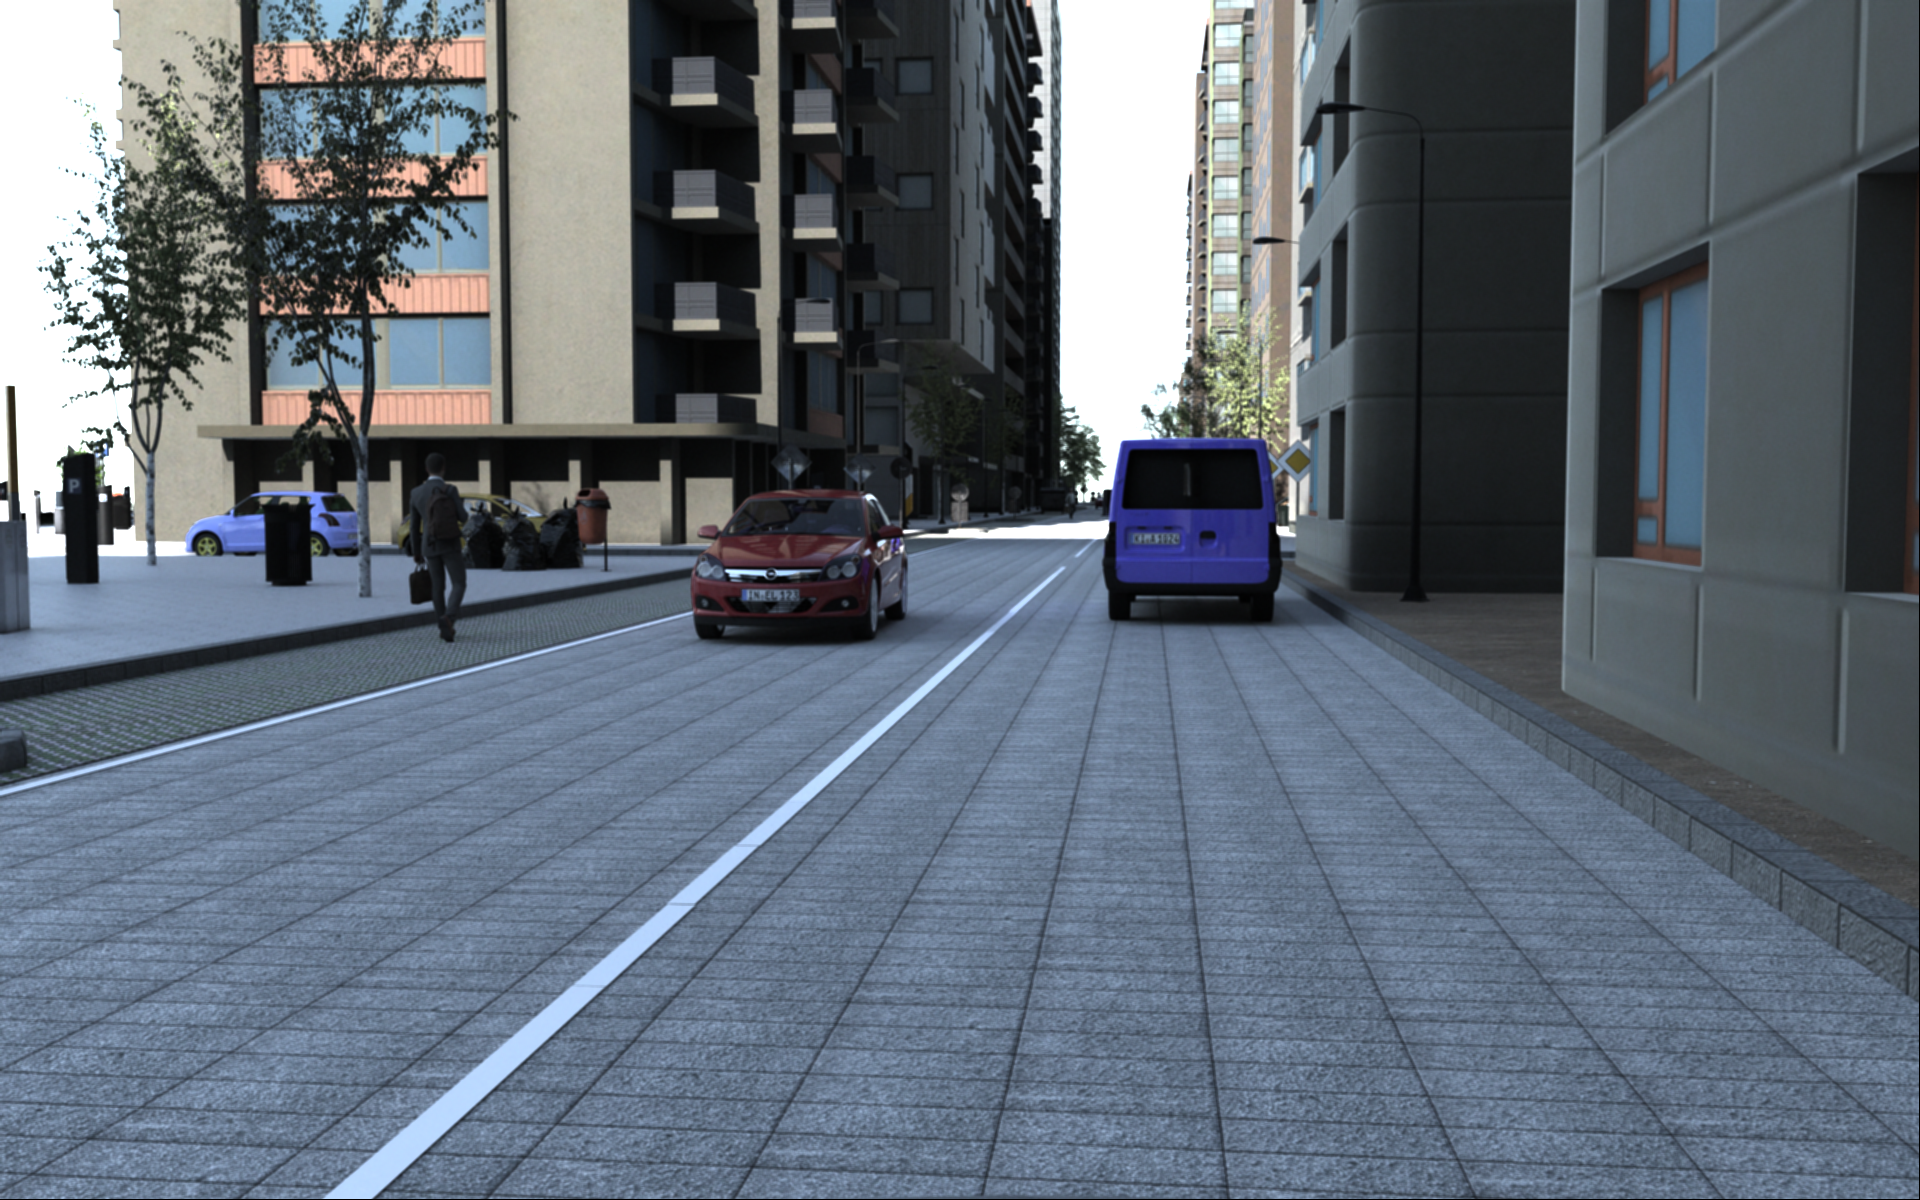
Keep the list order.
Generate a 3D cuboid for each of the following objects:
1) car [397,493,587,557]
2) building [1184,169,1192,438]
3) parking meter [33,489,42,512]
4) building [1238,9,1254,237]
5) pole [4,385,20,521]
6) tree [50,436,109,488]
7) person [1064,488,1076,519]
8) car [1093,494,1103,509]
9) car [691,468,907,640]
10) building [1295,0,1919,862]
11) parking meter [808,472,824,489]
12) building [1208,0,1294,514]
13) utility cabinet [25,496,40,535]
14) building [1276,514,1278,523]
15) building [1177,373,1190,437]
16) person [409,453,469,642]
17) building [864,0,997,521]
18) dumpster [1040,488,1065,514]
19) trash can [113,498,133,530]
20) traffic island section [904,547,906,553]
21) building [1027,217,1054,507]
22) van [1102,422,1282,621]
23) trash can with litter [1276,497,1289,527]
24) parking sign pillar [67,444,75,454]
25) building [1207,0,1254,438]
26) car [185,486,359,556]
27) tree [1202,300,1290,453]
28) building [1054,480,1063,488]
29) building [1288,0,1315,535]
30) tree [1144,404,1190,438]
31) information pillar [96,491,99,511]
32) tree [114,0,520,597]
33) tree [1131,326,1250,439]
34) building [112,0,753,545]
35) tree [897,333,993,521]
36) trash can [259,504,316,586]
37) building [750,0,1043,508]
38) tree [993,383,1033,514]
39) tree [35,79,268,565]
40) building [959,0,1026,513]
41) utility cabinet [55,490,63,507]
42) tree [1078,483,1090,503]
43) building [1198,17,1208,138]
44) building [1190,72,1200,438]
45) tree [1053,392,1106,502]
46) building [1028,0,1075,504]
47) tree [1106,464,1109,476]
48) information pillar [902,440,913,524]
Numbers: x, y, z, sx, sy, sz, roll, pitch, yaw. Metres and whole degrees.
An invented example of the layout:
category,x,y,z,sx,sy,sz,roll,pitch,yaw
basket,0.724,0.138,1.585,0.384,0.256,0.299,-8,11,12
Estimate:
category,x,y,z,sx,sy,sz,roll,pitch,yaw
car,-10.109,-1.674,37.593,3.980,1.641,2.015,0,4,6
building,40.822,-35.093,228.399,22.147,44.769,28.867,0,4,6
parking meter,-48.261,-5.027,90.607,0.372,1.533,0.369,0,3,0
building,24.055,-20.481,106.572,14.160,30.474,14.107,0,4,6
pole,-17.744,-2.361,32.442,0.158,3.312,0.155,0,3,0
tree,-29.345,-3.883,58.095,1.663,3.219,1.824,0,3,0
person,6.372,-5.610,100.706,0.782,1.767,0.515,-3,4,-37
car,14.019,-9.716,167.892,2.155,1.783,4.494,0,4,5
car,-1.619,-0.575,18.440,2.155,1.783,4.494,0,4,4
building,18.291,-10.396,15.009,27.650,21.520,28.899,0,4,6
parking meter,-3.828,-2.463,45.975,0.399,1.863,0.255,-1,4,-18
building,26.773,-29.810,137.507,14.600,45.320,14.200,0,4,6
utility cabinet,-29.582,-2.698,55.280,0.306,1.237,1.020,-1,4,-22
building,21.001,-26.306,80.218,14.600,45.320,14.200,0,4,6
building,46.426,-25.227,257.502,27.650,21.520,28.899,0,4,6
person,-5.083,-0.516,16.899,0.622,1.834,0.822,0,4,1
building,-12.380,-30.978,95.726,28.713,52.752,27.495,0,4,6
dumpster,6.609,-7.043,123.367,1.865,1.857,1.264,0,4,5
trash can,-30.001,-3.079,61.999,0.748,1.137,0.748,0,3,0
traffic island section,-2.401,-1.153,41.139,2.009,0.180,2.903,0,4,6
building,2.100,-24.660,174.898,14.160,30.474,14.107,0,4,6
van,2.815,-1.032,21.256,2.240,2.365,5.245,0,4,7
trash can with litter,12.395,-3.437,67.584,1.055,1.170,0.624,0,4,2
parking sign pillar,-47.541,-6.398,93.084,1.447,3.967,1.447,2,4,25
building,24.688,-26.859,122.737,14.154,41.232,14.086,0,4,6
car,-14.909,-1.717,37.666,3.694,1.707,1.945,0,4,7
tree,11.155,-7.114,66.682,4.737,8.622,4.395,0,3,0
building,-3.671,-31.898,213.415,32.217,40.220,23.993,0,4,6
building,20.883,-26.112,50.638,21.600,48.544,21.300,0,4,6
tree,24.907,-16.593,197.050,9.928,11.665,9.643,0,3,0
information pillar,-44.160,-5.135,88.443,0.304,2.012,0.304,1,4,11
tree,-7.664,-4.340,21.317,4.360,8.622,3.978,0,3,0
tree,13.742,-9.946,97.021,8.767,10.594,7.601,0,4,7
building,-13.996,-24.562,56.207,22.147,44.769,28.867,0,4,6
tree,-0.871,-7.836,78.488,4.737,8.622,4.395,0,3,0
trash can,-9.432,-0.775,24.319,0.748,1.137,0.748,0,3,0
building,-4.145,-30.516,153.562,22.147,44.769,28.867,0,4,6
tree,2.606,-9.932,112.756,4.737,8.622,4.395,0,3,0
tree,-14.691,-4.949,31.271,4.737,8.622,4.395,0,3,0
building,-6.523,-30.814,127.504,21.300,48.544,21.600,0,4,6
utility cabinet,-54.569,-5.914,105.375,0.318,1.500,1.173,0,4,1
tree,18.913,-16.391,262.596,1.663,3.219,1.824,0,3,0
building,33.027,-30.816,158.469,22.147,44.769,28.867,0,4,6
building,31.186,-32.434,180.399,14.600,45.320,14.200,0,4,6
tree,10.525,-16.798,192.766,7.486,12.596,7.792,0,3,0
building,6.659,-49.924,254.510,20.563,71.187,20.611,0,4,6
tree,19.700,-21.647,272.049,7.486,12.596,7.792,0,3,0
information pillar,-2.220,-5.002,73.131,0.504,3.616,0.183,3,4,38
